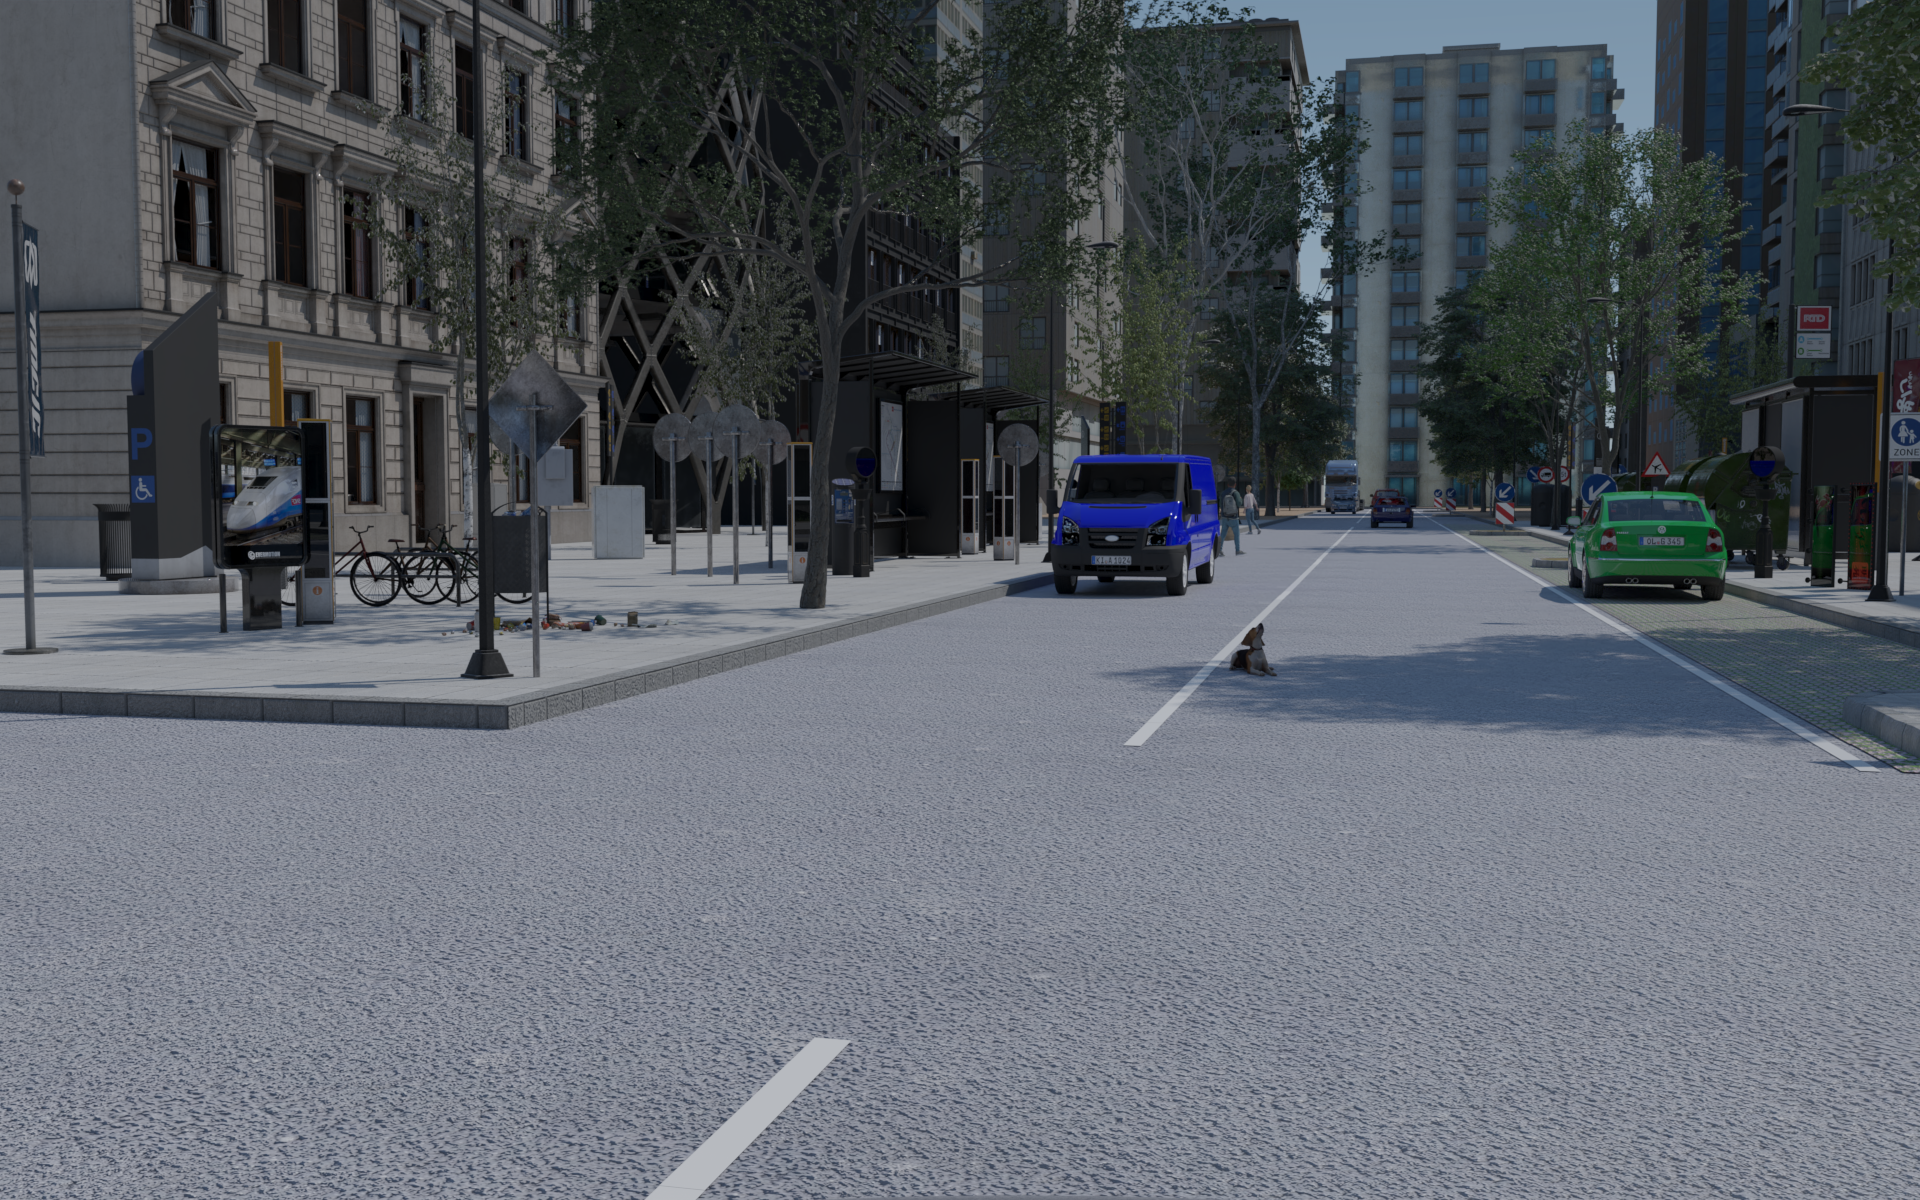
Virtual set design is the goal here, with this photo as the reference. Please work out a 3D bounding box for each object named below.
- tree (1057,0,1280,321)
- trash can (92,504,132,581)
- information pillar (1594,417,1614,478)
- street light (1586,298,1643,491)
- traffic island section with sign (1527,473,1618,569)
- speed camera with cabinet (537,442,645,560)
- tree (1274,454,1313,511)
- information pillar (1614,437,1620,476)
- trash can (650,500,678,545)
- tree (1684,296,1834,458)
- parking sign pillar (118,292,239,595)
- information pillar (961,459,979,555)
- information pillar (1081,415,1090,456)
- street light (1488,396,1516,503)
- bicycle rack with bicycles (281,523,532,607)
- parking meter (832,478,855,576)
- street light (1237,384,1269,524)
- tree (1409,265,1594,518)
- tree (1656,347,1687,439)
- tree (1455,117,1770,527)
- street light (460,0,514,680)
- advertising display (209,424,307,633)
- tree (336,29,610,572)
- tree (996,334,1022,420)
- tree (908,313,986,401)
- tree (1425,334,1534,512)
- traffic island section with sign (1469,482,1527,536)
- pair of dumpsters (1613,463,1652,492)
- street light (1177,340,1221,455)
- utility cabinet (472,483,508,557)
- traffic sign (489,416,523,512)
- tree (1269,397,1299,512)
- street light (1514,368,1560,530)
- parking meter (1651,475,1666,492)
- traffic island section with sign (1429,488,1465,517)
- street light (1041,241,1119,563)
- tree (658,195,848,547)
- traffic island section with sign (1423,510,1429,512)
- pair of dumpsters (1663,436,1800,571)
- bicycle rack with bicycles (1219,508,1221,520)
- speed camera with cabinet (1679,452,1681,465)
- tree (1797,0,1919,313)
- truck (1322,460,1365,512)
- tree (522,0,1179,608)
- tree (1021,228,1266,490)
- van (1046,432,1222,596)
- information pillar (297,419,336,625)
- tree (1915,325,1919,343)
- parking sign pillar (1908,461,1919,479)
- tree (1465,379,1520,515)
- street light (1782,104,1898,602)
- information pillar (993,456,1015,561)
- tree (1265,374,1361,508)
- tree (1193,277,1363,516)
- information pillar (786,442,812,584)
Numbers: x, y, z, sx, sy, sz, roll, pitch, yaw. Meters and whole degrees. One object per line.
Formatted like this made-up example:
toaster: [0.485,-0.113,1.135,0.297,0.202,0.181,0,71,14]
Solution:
tree: [9.187,-12.667,62.994,12.611,20.169,13.585,0,3,0]
trash can: [-12.444,-0.860,25.710,0.748,1.137,0.748,0,3,0]
information pillar: [19.655,-3.777,53.104,0.504,3.616,0.183,-1,4,-10]
street light: [15.497,-4.186,40.978,1.470,5.913,1.316,1,4,14]
traffic island section with sign: [12.233,-1.535,33.723,1.989,1.847,2.006,1,4,14]
speed camera with cabinet: [-7.262,-2.426,34.002,2.038,3.252,0.660,-1,4,-17]
tree: [25.254,-9.119,132.816,4.285,4.588,4.351,0,3,0]
information pillar: [27.085,-4.907,71.582,0.183,3.616,0.504,0,4,-6]
trash can: [-7.543,-1.989,44.170,0.748,1.137,0.748,0,3,0]
tree: [30.594,-7.040,65.474,4.737,8.622,4.395,0,3,0]
parking sign pillar: [-10.239,-2.087,22.601,1.447,3.967,1.447,1,4,13]
information pillar: [0.212,-1.964,36.605,0.304,2.012,0.304,1,4,18]
information pillar: [3.709,-3.671,51.374,0.183,3.616,0.504,-1,4,-21]
street light: [25.615,-6.682,81.791,1.470,5.913,1.316,1,4,14]
bicycle rack with bicycles: [-6.279,-0.438,20.546,2.925,0.926,2.852,1,4,11]
parking meter: [-1.840,-1.161,27.388,0.372,1.533,0.369,0,3,0]
street light: [12.337,-6.164,73.318,1.470,5.913,1.316,1,4,14]
tree: [29.278,-11.465,94.106,9.857,13.997,8.962,0,3,0]
tree: [32.235,-7.588,74.425,4.737,8.622,4.395,0,3,0]
tree: [17.672,-7.412,46.943,9.928,11.665,9.643,0,3,0]
street light: [-2.794,-2.403,11.837,1.470,5.913,1.316,1,4,14]
advertising display: [-6.599,-0.680,16.333,0.123,1.923,0.974,2,4,29]
tree: [-7.898,-4.778,28.489,4.360,8.622,3.978,0,3,0]
tree: [3.371,-7.855,78.791,4.737,8.622,4.395,0,3,0]
tree: [-0.412,-7.317,69.988,4.360,8.622,3.978,0,3,0]
tree: [37.407,-12.467,121.964,7.486,12.596,7.792,0,3,0]
traffic island section with sign: [18.677,-3.136,59.900,1.989,1.847,2.006,1,4,14]
pair of dumpsters: [21.725,-3.244,55.526,1.574,2.255,4.437,1,4,14]
street light: [7.147,-4.883,52.386,1.470,5.913,1.316,1,4,14]
utility cabinet: [-9.439,-1.593,34.723,0.318,1.500,1.173,-3,5,-39]
traffic sign: [-5.821,-1.373,22.547,0.768,2.556,0.104,1,4,19]
tree: [22.060,-10.424,120.797,4.737,8.622,4.395,0,3,0]
street light: [20.635,-5.442,61.511,1.470,5.913,1.316,1,4,14]
parking meter: [20.973,-2.834,52.053,0.255,1.863,0.399,-1,4,-23]
traffic island section with sign: [30.833,-6.157,109.287,1.989,1.847,2.006,1,4,14]
street light: [2.225,-3.643,32.106,1.470,5.913,1.316,1,4,14]
tree: [-4.916,-5.609,42.072,4.360,8.622,3.978,0,3,0]
traffic island section with sign: [37.337,-7.774,135.735,1.989,1.847,2.006,1,4,14]
pair of dumpsters: [13.789,-1.750,31.104,1.574,2.255,4.437,1,4,14]
bicycle rack with bicycles: [11.820,-4.253,82.912,2.852,0.926,2.925,-1,4,-11]
speed camera with cabinet: [32.894,-5.268,80.462,2.038,3.252,0.660,-1,4,-10]
tree: [11.130,-5.952,15.448,7.486,12.596,7.792,0,3,0]
truck: [31.824,-9.364,142.852,2.967,4.110,18.799,1,4,15]
tree: [-1.349,-5.173,18.996,7.601,10.594,8.767,1,4,23]
tree: [4.966,-5.920,47.154,4.737,8.622,4.395,0,3,0]
van: [2.745,-1.344,26.367,2.240,2.365,5.245,1,4,15]
information pillar: [-6.339,-0.770,17.076,0.304,2.012,0.304,-1,4,-16]
tree: [29.141,-6.046,49.212,4.737,8.622,4.395,0,3,0]
parking sign pillar: [30.901,-4.195,57.059,1.447,3.967,1.447,1,4,22]
tree: [31.943,-9.387,103.838,4.737,8.622,4.395,0,3,0]
street light: [10.509,-2.946,20.714,1.470,5.913,1.316,1,4,14]
information pillar: [0.846,-1.763,33.309,0.304,2.012,0.304,-3,5,-40]
tree: [31.967,-14.855,159.893,9.611,12.733,9.660,0,3,0]
tree: [18.326,-11.905,101.309,9.857,13.997,8.962,0,3,0]
information pillar: [-2.295,-1.242,24.794,0.304,2.012,0.304,-1,4,-19]
